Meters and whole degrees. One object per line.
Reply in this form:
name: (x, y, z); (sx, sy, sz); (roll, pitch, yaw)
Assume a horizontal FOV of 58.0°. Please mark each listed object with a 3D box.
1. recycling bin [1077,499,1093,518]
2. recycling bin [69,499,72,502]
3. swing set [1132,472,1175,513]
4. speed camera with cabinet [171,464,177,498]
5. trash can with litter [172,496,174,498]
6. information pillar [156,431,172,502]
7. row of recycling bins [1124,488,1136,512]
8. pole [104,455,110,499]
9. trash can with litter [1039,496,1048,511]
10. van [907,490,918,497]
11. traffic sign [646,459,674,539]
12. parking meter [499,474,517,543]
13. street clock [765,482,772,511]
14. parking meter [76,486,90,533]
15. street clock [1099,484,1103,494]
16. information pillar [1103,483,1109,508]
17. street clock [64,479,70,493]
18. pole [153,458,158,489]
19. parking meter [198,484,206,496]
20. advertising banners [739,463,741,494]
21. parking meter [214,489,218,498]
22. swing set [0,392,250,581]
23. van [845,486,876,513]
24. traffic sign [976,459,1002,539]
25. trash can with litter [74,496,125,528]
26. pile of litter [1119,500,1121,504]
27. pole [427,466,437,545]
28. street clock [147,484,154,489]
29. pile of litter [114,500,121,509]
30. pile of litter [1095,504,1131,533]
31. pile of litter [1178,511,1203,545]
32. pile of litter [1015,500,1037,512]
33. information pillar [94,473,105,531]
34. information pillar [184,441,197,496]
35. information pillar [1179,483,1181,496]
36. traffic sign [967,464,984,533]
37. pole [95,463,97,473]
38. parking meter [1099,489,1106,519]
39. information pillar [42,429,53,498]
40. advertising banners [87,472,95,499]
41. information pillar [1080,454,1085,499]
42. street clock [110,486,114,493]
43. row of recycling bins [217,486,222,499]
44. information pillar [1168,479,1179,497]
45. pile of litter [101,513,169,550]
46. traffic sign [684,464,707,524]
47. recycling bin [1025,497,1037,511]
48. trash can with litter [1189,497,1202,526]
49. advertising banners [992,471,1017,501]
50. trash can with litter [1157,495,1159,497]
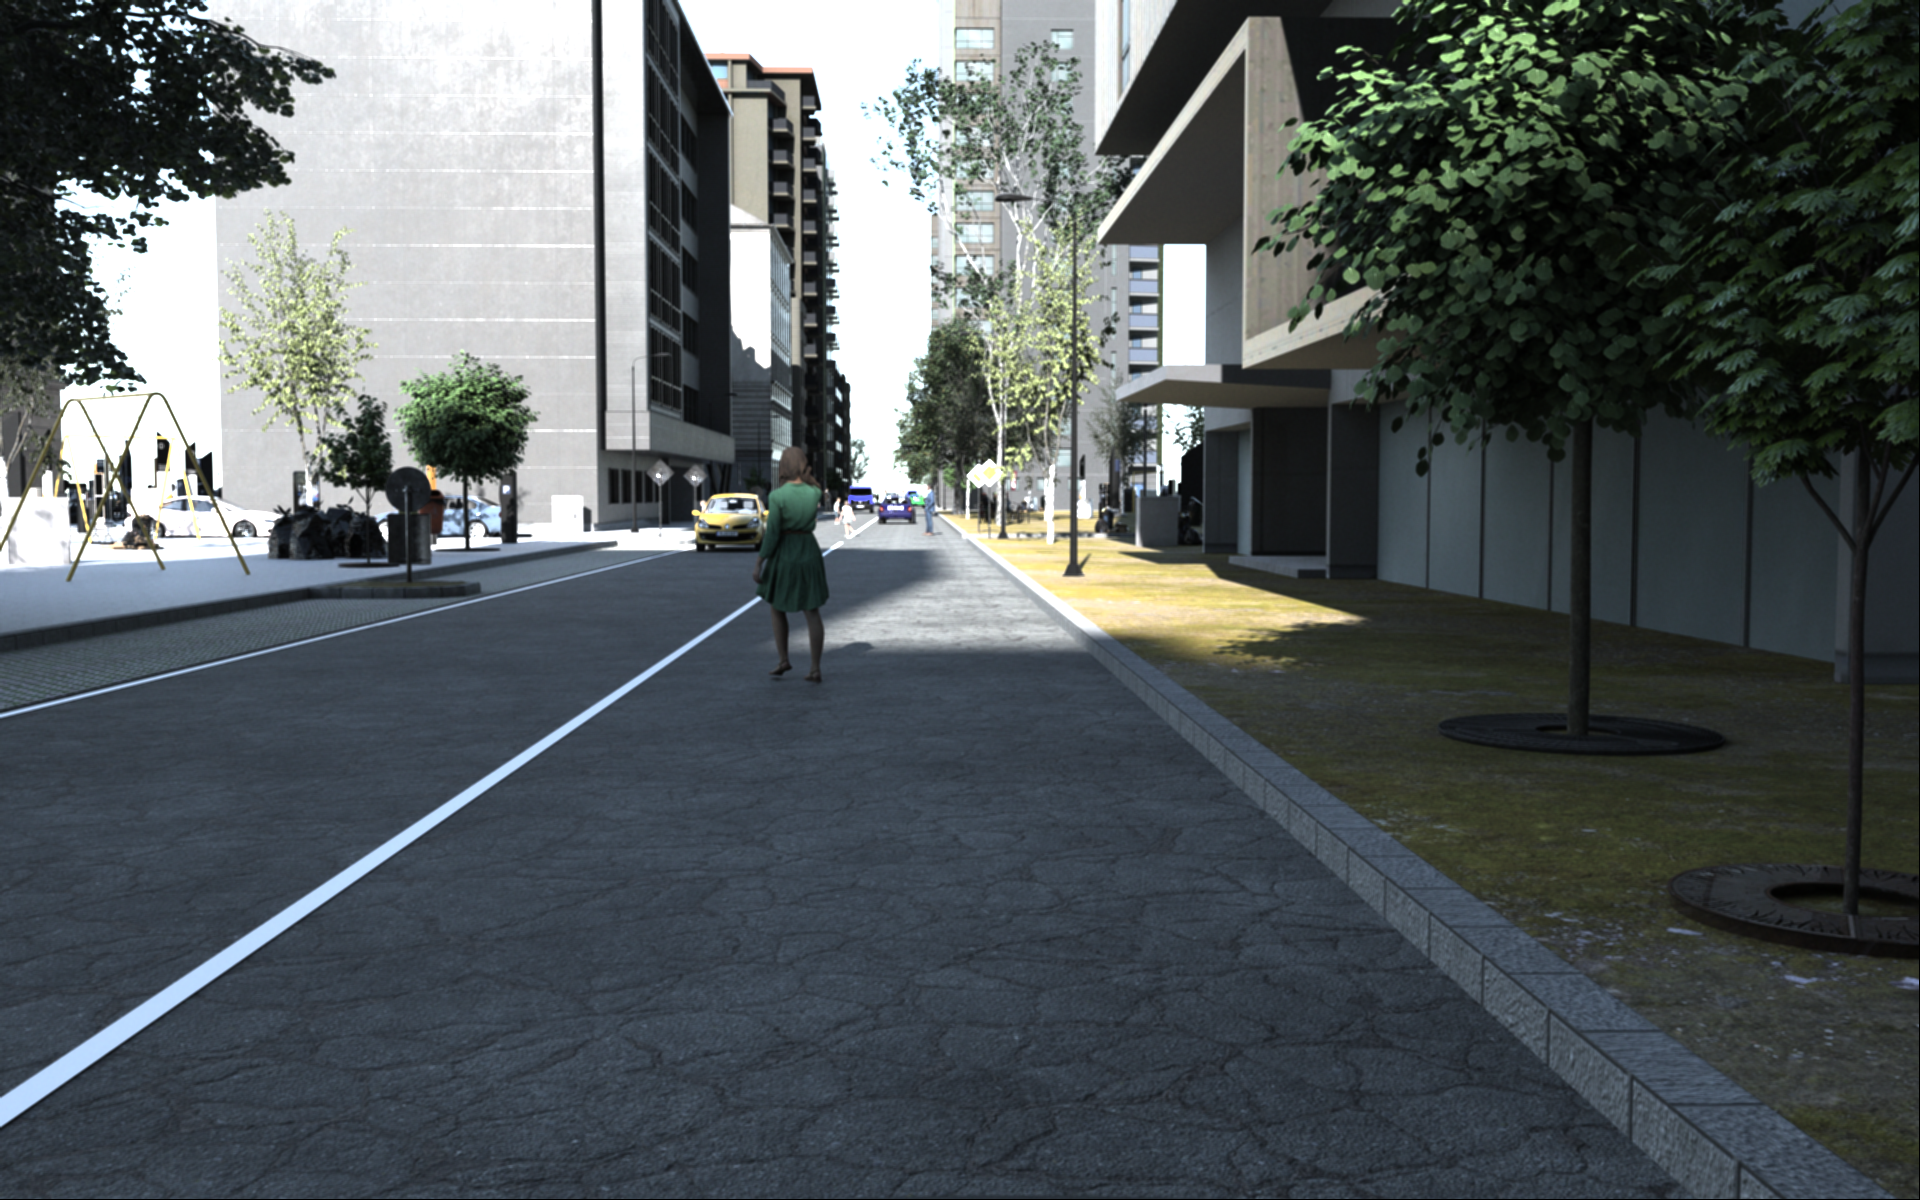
recycling bin: (6.621, -4.840, 91.693); (0.722, 1.027, 0.722); (1, 4, 17)
recycling bin: (-48.227, -4.936, 93.265); (0.722, 1.027, 0.722); (-2, 4, -31)
swing set: (13.484, -7.591, 121.731); (3.119, 2.851, 2.862); (0, 4, 3)
speed camera with cabinet: (-52.542, -7.325, 114.095); (2.038, 3.252, 0.660); (0, 4, -5)
trash can with litter: (-41.374, -4.907, 91.283); (2.233, 1.210, 1.678); (0, 4, 8)
information pillar: (-29.491, -4.453, 64.155); (0.183, 3.616, 0.504); (3, 5, 41)
row of recycling bins: (12.201, -7.226, 125.252); (1.069, 1.692, 3.534); (0, 4, 2)
pole: (-45.036, -5.971, 91.465); (0.158, 3.312, 0.155); (0, 3, 0)
trash can with litter: (6.283, -7.235, 129.685); (0.624, 1.170, 1.055); (1, 4, 18)
van: (-7.817, -17.035, 282.904); (2.240, 2.365, 5.245); (0, 4, -2)
traffic sign: (-8.550, -2.801, 49.431); (0.795, 2.450, 0.064); (0, 4, -2)
parking meter: (-11.803, -2.419, 45.258); (0.399, 1.863, 0.255); (1, 4, 12)
street clock: (-11.812, -6.251, 106.767); (0.358, 2.002, 0.471); (-3, 5, -44)
parking meter: (-28.833, -2.969, 56.949); (0.372, 1.533, 0.369); (0, 3, 0)
street clock: (9.920, -7.140, 121.314); (0.358, 2.002, 0.471); (1, 4, 21)
information pillar: (9.913, -6.894, 117.205); (0.304, 2.012, 0.304); (-3, 5, -44)
street clock: (-43.922, -4.916, 84.954); (0.471, 2.002, 0.358); (-1, 4, -16)
pole: (-44.922, -6.297, 96.806); (0.158, 3.312, 0.155); (0, 3, 0)
parking meter: (-41.346, -5.423, 94.376); (0.255, 1.863, 0.399); (3, 5, 43)
advertising banners: (-11.046, -5.544, 86.826); (0.090, 3.025, 2.074); (0, 4, -8)
parking meter: (-37.392, -4.824, 87.286); (0.372, 1.533, 0.369); (0, 3, 0)
swing set: (-13.254, -1.817, 27.331); (3.119, 2.851, 2.862); (3, 5, 39)
van: (-7.413, -7.668, 129.754); (2.240, 2.365, 5.245); (0, 4, -2)
traffic sign: (0.842, -2.815, 49.665); (0.795, 2.450, 0.064); (0, 4, -2)
trash can with litter: (-32.832, -3.390, 66.484); (2.233, 1.210, 1.678); (-2, 4, -31)
pile of litter: (11.868, -7.207, 131.807); (1.176, 0.858, 1.719); (-2, 4, -24)
pole: (-13.258, -3.034, 43.452); (0.158, 3.312, 0.155); (0, 3, 0)
street clock: (-60.952, -7.700, 130.464); (0.358, 2.002, 0.471); (3, 5, 41)
pile of litter: (-58.416, -6.464, 119.656); (1.176, 0.858, 1.719); (0, 4, -6)
pile of litter: (5.183, -2.696, 58.047); (1.719, 0.858, 1.176); (-3, 5, -43)
pile of litter: (5.747, -1.824, 43.793); (1.176, 0.858, 1.719); (-2, 4, -29)
pile of litter: (4.801, -6.819, 125.462); (1.719, 0.858, 1.176); (0, 4, -6)
information pillar: (-30.062, -3.426, 60.502); (0.304, 2.012, 0.304); (-2, 4, -27)
information pillar: (-33.720, -5.177, 75.997); (0.504, 3.616, 0.183); (0, 4, -7)
information pillar: (13.997, -6.452, 109.989); (0.304, 2.012, 0.304); (3, 4, 38)
traffic sign: (0.625, -3.303, 57.647); (0.795, 2.450, 0.064); (0, 4, -2)
pole: (-57.365, -7.418, 115.126); (0.158, 3.312, 0.155); (0, 3, 0)
parking meter: (7.476, -5.040, 90.813); (0.372, 1.533, 0.369); (0, 3, 0)
information pillar: (-32.851, -4.343, 62.363); (0.504, 3.616, 0.183); (2, 4, 33)
advertising banners: (-64.798, -8.092, 128.498); (2.074, 3.025, 0.090); (-3, 5, -44)
information pillar: (7.202, -6.764, 101.953); (0.183, 3.616, 0.504); (-2, 4, -24)
street clock: (-64.496, -7.764, 131.507); (0.358, 2.002, 0.471); (1, 4, 16)
row of recycling bins: (-34.281, -4.689, 83.775); (3.534, 1.692, 1.069); (1, 4, 8)
information pillar: (10.672, -5.057, 87.180); (0.304, 2.012, 0.304); (3, 5, 43)
pile of litter: (-19.143, -1.601, 40.144); (1.719, 0.858, 1.176); (3, 4, 37)
traffic sign: (-8.766, -3.289, 57.414); (0.795, 2.450, 0.064); (0, 4, -2)
recycling bin: (5.425, -7.323, 132.279); (0.722, 1.027, 0.722); (2, 4, 28)
trash can with litter: (9.635, -3.528, 69.074); (1.055, 1.170, 0.624); (1, 4, 9)
advertising banners: (3.382, -8.254, 131.142); (2.074, 3.025, 0.090); (2, 4, 26)
trash can with litter: (14.821, -7.349, 131.208); (1.678, 1.210, 2.233); (-2, 4, -33)
